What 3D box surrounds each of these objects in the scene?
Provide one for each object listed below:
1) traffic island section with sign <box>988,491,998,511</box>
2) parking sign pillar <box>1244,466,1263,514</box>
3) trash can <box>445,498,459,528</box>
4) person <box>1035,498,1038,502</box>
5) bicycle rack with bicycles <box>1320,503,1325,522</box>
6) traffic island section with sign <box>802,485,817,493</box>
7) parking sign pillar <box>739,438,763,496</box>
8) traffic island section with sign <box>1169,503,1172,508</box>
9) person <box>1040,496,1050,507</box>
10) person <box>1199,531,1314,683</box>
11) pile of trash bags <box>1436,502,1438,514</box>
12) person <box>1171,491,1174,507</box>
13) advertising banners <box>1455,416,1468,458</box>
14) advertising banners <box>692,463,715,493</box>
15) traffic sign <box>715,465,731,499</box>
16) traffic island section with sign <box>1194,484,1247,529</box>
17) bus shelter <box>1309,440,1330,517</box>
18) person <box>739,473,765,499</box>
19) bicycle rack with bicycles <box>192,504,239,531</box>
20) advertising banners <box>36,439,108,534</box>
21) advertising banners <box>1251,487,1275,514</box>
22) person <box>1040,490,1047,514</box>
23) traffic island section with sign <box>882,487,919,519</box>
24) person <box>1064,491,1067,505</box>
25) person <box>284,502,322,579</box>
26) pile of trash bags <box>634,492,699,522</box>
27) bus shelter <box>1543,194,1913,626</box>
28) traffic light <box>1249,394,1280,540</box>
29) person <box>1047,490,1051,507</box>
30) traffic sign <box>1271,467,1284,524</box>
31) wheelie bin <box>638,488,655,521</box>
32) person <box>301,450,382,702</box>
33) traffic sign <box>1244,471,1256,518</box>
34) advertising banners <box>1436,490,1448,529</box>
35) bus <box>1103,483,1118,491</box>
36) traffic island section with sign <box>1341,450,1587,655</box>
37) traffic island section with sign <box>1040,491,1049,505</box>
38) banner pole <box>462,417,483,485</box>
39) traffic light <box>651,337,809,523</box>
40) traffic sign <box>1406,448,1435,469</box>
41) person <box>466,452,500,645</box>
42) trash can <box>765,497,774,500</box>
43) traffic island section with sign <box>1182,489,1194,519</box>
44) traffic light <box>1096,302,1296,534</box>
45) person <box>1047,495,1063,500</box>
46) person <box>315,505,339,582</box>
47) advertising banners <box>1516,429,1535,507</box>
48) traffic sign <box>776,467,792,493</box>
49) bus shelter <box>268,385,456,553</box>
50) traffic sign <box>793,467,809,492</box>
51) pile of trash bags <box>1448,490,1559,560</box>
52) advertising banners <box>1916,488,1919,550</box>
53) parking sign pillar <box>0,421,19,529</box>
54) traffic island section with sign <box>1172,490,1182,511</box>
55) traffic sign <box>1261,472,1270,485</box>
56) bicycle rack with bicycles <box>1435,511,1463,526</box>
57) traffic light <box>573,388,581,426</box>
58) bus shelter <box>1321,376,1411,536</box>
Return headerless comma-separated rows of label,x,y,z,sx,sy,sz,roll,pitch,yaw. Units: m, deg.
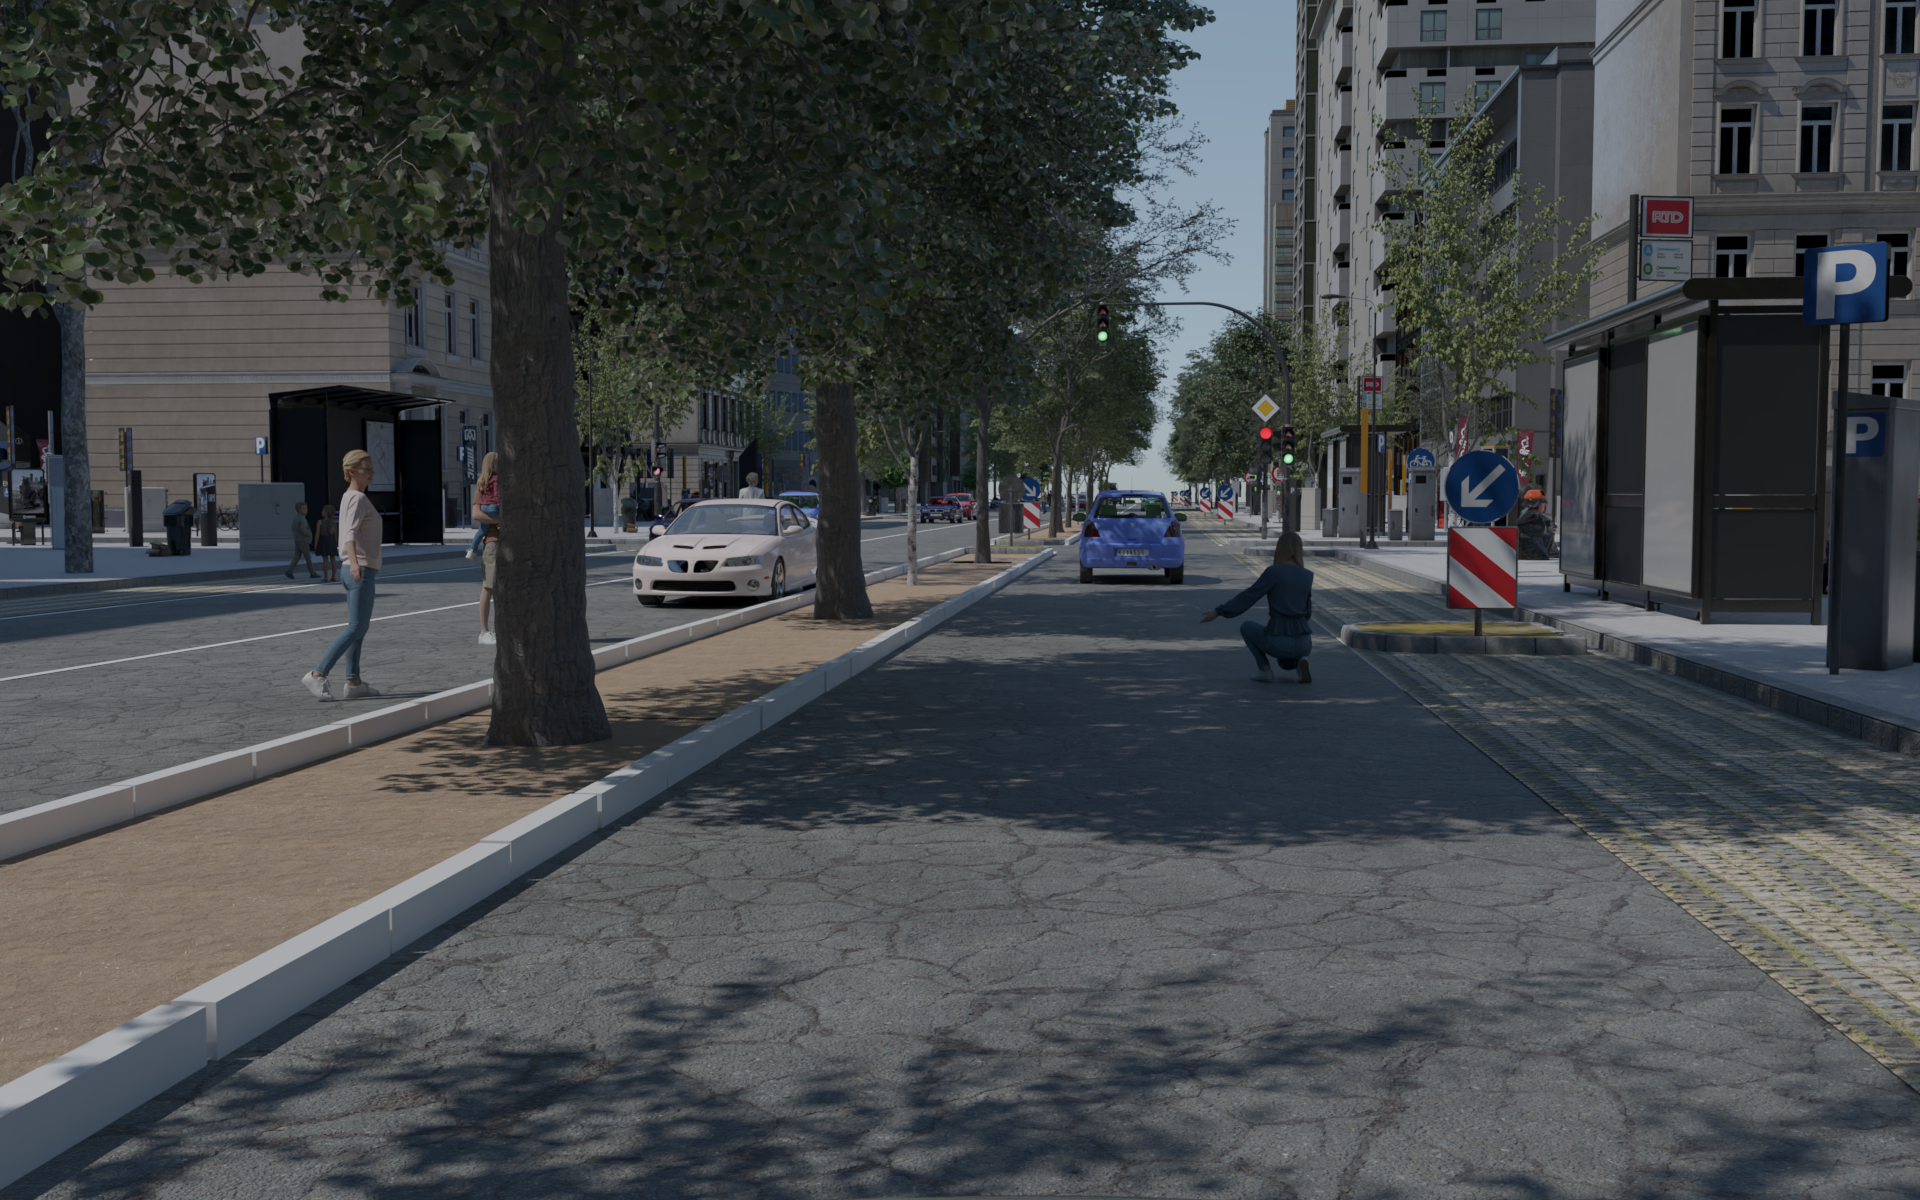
traffic island section with sign,2.230,-8.664,150.289,1.989,1.847,2.006,0,4,6
parking sign pillar,19.446,-7.684,114.100,1.447,3.967,1.447,-2,4,-34
trash can,-19.182,-3.263,65.011,0.748,1.137,0.748,0,3,0
person,6.641,-8.555,151.632,0.557,1.426,1.065,1,4,17
bicycle rack with bicycles,14.926,-3.371,68.492,2.852,0.926,2.925,2,4,30
traffic island section with sign,-6.398,-3.944,73.107,1.989,1.847,2.006,0,4,6
parking sign pillar,-10.072,-5.804,83.366,1.447,3.967,1.447,3,5,44
traffic island section with sign,22.325,-10.153,174.625,1.989,1.847,2.006,0,4,6
person,9.306,-11.044,189.772,1.217,1.736,0.721,-2,4,-30
person,2.359,0.041,13.322,1.012,1.151,0.738,-1,4,-11
pile of trash bags,23.311,-4.587,84.751,3.447,1.369,1.912,0,4,-7
person,22.966,-10.871,186.944,0.721,1.736,1.217,1,4,11
advertising banners,11.458,-2.574,38.274,0.090,3.025,2.074,-1,4,-11
advertising banners,-15.066,-6.335,99.768,2.074,3.025,0.090,-2,4,-28
traffic sign,-10.503,-4.677,76.582,0.768,2.556,0.104,1,4,14
traffic island section with sign,10.807,-3.844,71.482,1.989,1.847,2.006,0,4,6
bus shelter,16.571,-5.243,77.006,1.731,3.624,6.357,0,4,6
person,-3.930,-1.507,33.013,0.514,1.842,0.818,-2,4,-24
bicycle rack with bicycles,-25.882,-2.912,60.999,2.925,0.926,2.852,-2,4,-33
advertising banners,-28.543,-3.639,55.689,0.090,3.025,2.074,3,5,45
advertising banners,19.615,-7.026,111.055,2.074,3.025,0.090,0,4,-4
person,5.998,-7.068,123.972,0.656,1.842,0.836,2,4,26
traffic island section with sign,-3.408,-5.582,99.897,1.989,1.847,2.006,0,4,6
person,14.175,-13.543,229.798,0.709,1.838,0.599,0,4,5
person,-11.123,-1.007,29.235,0.475,1.303,0.640,2,4,35
pile of trash bags,-13.760,-4.377,81.312,3.447,1.369,1.912,0,4,-8
bus shelter,8.533,-2.652,20.996,2.179,5.291,8.768,0,4,6
traffic light,8.570,-3.661,48.784,0.839,4.253,0.868,0,4,6
person,9.954,-11.200,191.254,1.348,1.869,0.705,-1,4,-12
traffic sign,13.839,-4.573,74.880,0.768,2.556,0.104,1,4,13
wheelie bin,-15.014,-4.616,83.386,0.980,1.594,0.693,0,4,-1
person,-4.294,-0.177,12.071,0.598,1.740,0.731,-3,4,-38
traffic sign,15.845,-5.763,94.333,0.768,2.556,0.104,1,4,15
advertising banners,17.767,-4.133,63.756,0.090,3.025,2.074,-2,4,-34
bus,23.292,-16.869,270.672,2.948,3.499,13.247,0,4,7
traffic island section with sign,4.663,-0.471,16.335,1.989,1.847,2.006,0,4,6
traffic island section with sign,11.336,-13.647,231.750,1.989,1.847,2.006,0,4,6
banner pole,-15.622,-4.026,55.839,0.863,3.779,0.401,-3,5,-41
traffic light,-6.747,-4.639,50.508,4.771,5.953,1.251,0,4,6
traffic sign,12.740,-2.927,47.971,0.768,2.556,0.104,0,4,8
person,-4.426,-0.495,16.568,0.573,1.828,0.580,-1,4,-11
trash can,-10.148,-4.878,91.410,0.748,1.137,0.748,0,3,0
traffic island section with sign,13.816,-5.495,98.479,1.989,1.847,2.006,0,4,6
traffic light,5.595,-4.053,40.938,4.771,5.953,1.251,0,4,6
person,7.678,-8.030,139.819,1.348,1.821,0.705,0,4,6
person,-10.329,-0.921,28.221,0.362,1.253,0.373,-3,5,-41
advertising banners,14.879,-3.151,47.707,0.090,3.025,2.074,-3,4,-39
traffic sign,-8.441,-5.066,82.940,0.768,2.556,0.104,1,4,15
bus shelter,-13.803,-3.007,40.447,1.731,3.624,6.357,0,4,7
traffic sign,-7.403,-4.924,80.615,0.768,2.556,0.104,0,4,8
pile of trash bags,11.238,-1.542,34.961,1.912,1.369,3.447,2,4,31
advertising banners,19.819,-2.506,37.154,2.074,3.025,0.090,0,4,5
parking sign pillar,-34.941,-4.605,63.771,1.447,3.967,1.447,1,4,19
traffic island section with sign,19.332,-8.513,147.809,1.989,1.847,2.006,0,4,6
traffic sign,14.087,-4.778,80.253,0.606,2.300,0.079,1,4,11
bicycle rack with bicycles,19.404,-3.292,67.206,2.852,0.926,2.925,0,4,2
traffic light,-9.722,-3.293,42.768,0.839,4.253,0.868,0,4,6
bus shelter,13.031,-4.829,56.589,2.179,5.291,8.768,0,4,6
